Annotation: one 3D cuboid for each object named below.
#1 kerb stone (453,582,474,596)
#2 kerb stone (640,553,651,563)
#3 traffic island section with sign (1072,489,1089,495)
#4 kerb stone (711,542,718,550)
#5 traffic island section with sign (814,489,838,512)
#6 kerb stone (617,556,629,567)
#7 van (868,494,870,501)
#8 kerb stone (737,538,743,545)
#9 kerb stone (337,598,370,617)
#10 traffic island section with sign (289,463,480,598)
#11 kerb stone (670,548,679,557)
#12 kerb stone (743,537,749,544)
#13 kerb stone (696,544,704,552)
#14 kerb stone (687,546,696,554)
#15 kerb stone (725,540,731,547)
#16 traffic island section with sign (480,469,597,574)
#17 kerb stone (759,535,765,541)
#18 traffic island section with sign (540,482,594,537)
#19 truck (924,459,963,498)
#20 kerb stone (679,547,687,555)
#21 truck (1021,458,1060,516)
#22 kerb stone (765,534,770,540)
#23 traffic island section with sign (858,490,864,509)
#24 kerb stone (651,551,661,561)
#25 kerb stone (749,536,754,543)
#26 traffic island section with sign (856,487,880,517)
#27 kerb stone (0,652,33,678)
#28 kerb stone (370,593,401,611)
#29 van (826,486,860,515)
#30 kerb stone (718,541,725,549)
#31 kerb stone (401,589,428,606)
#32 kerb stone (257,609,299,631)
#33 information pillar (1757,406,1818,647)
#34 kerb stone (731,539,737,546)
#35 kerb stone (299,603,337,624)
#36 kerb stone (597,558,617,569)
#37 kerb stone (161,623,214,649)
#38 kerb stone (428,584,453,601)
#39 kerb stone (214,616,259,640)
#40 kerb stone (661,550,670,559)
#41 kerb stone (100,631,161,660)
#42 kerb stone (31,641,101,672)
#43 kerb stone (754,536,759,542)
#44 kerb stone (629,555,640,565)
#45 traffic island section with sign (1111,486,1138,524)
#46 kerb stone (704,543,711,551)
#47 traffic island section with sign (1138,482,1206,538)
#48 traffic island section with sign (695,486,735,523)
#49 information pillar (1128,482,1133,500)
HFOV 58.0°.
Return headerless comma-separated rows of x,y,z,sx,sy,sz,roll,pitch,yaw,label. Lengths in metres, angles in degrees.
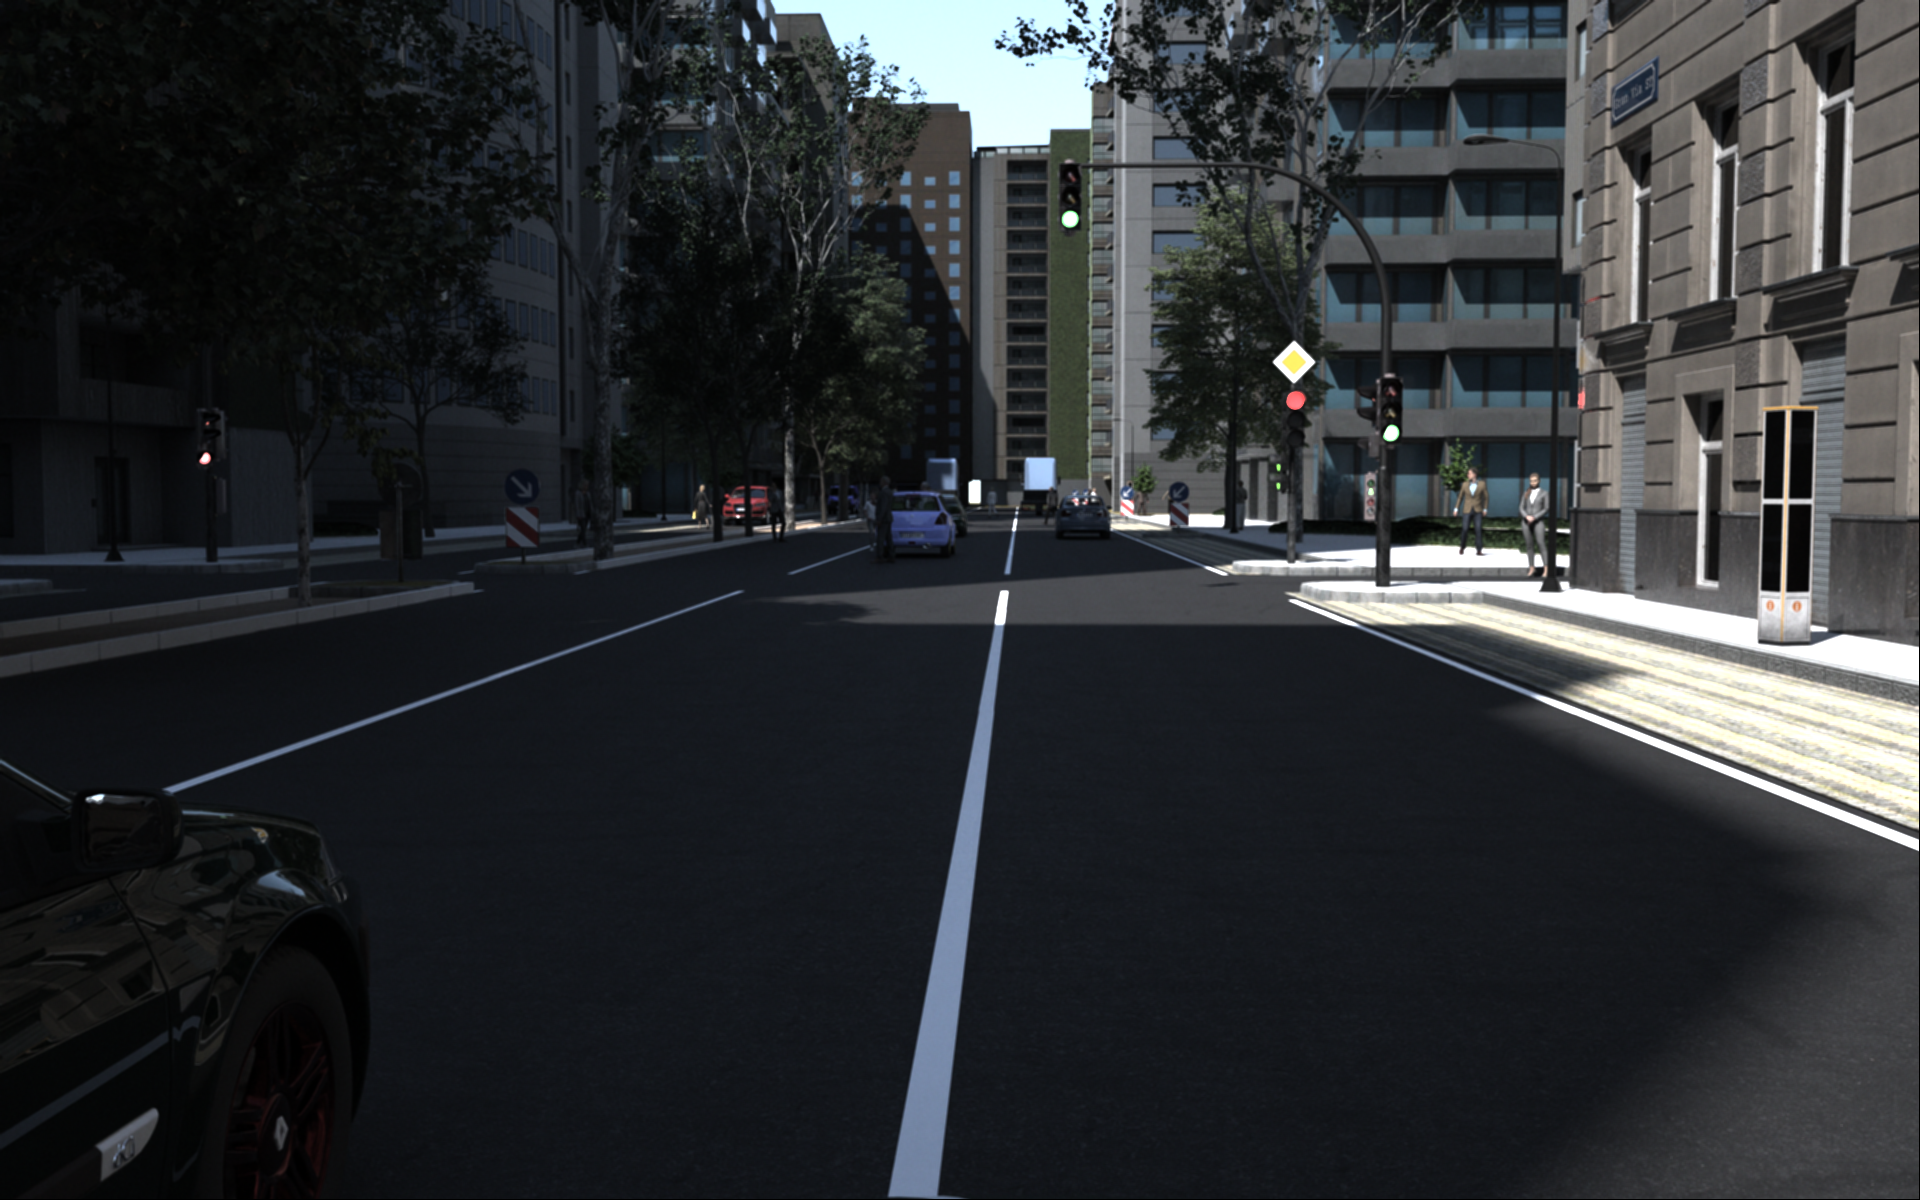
-7.136,-0.150,24.652,0.120,0.150,1.000,0,4,2,kerb stone
-6.731,-0.873,36.471,0.120,0.150,1.000,0,4,2,kerb stone
9.641,-7.644,133.607,1.989,1.847,2.006,0,4,2,traffic island section with sign
-6.453,-1.371,44.644,0.120,0.150,1.000,0,4,2,kerb stone
-10.248,-7.718,134.810,1.989,1.847,2.006,0,4,2,traffic island section with sign
-6.801,-0.748,34.427,0.120,0.150,1.000,0,4,2,kerb stone
-8.817,-10.729,182.433,2.013,2.044,4.112,0,4,1,van
-6.308,-1.621,48.749,0.120,0.150,1.000,0,4,2,kerb stone
-7.278,0.100,20.557,0.120,0.150,1.000,0,4,2,kerb stone
-8.182,-1.010,24.653,2.006,1.907,1.989,0,4,2,traffic island section with sign
-6.629,-1.060,39.536,0.120,0.150,1.000,0,4,2,kerb stone
-6.273,-1.683,49.770,0.120,0.150,1.000,0,4,2,kerb stone
-6.518,-1.248,42.601,0.120,0.150,1.000,0,4,2,kerb stone
-6.550,-1.186,41.579,0.120,0.150,1.000,0,4,2,kerb stone
-6.375,-1.498,46.697,0.120,0.150,1.000,0,4,2,kerb stone
-7.917,-1.463,32.056,2.006,1.907,1.989,0,4,2,traffic island section with sign
-6.172,-1.874,52.836,0.120,0.150,1.000,0,4,2,kerb stone
-12.902,-3.026,58.101,1.989,1.847,2.006,0,4,2,traffic island section with sign
-1.610,-8.278,125.105,2.967,4.110,18.799,0,4,2,truck
-6.598,-1.123,40.558,0.120,0.150,1.000,0,4,2,kerb stone
5.670,-8.127,122.633,2.967,4.110,18.799,0,4,3,truck
-6.128,-1.937,53.858,0.120,0.150,1.000,0,4,2,kerb stone
-9.319,-9.382,162.022,1.989,1.847,2.006,0,4,2,traffic island section with sign
-6.696,-0.936,37.492,0.120,0.150,1.000,0,4,2,kerb stone
-6.243,-1.749,50.792,0.120,0.150,1.000,0,4,2,kerb stone
-5.336,-6.056,107.150,2.006,1.907,1.989,0,4,2,traffic island section with sign
-7.532,0.543,13.394,0.120,0.150,1.000,0,4,2,kerb stone
-7.240,0.038,21.579,0.120,0.150,1.000,0,4,2,kerb stone
-8.257,-7.249,122.907,2.240,2.365,5.245,0,4,1,van
-6.409,-1.432,45.676,0.120,0.150,1.000,0,4,2,kerb stone
-7.204,-0.025,22.606,0.120,0.150,1.000,0,4,2,kerb stone
-7.358,0.226,18.510,0.120,0.150,1.000,0,4,2,kerb stone
7.005,-0.623,14.672,0.304,2.012,0.304,-1,4,-16,information pillar
-6.347,-1.562,47.727,0.120,0.150,1.000,0,4,2,kerb stone
-7.316,0.163,19.531,0.120,0.150,1.000,0,4,2,kerb stone
-6.839,-0.685,33.402,0.120,0.150,1.000,0,4,2,kerb stone
-7.415,0.350,16.467,0.120,0.150,1.000,0,4,2,kerb stone
-7.182,-0.084,23.632,0.120,0.150,1.000,0,4,2,kerb stone
-7.385,0.289,17.488,0.120,0.150,1.000,0,4,2,kerb stone
-6.663,-0.998,38.514,0.120,0.150,1.000,0,4,2,kerb stone
-7.458,0.413,15.442,0.120,0.150,1.000,0,4,2,kerb stone
-7.493,0.478,14.415,0.120,0.150,1.000,0,4,2,kerb stone
-6.209,-1.804,51.815,0.120,0.150,1.000,0,4,2,kerb stone
-6.765,-0.811,35.449,0.120,0.150,1.000,0,4,2,kerb stone
7.918,-4.590,83.671,1.989,1.847,2.006,0,4,2,traffic island section with sign
-6.480,-1.311,43.622,0.120,0.150,1.000,0,4,2,kerb stone
6.997,-2.942,56.732,1.989,1.847,2.006,0,4,2,traffic island section with sign
-11.941,-4.708,85.595,1.989,1.847,2.006,0,4,2,traffic island section with sign
10.049,-5.986,102.364,0.304,2.012,0.304,0,4,4,information pillar
